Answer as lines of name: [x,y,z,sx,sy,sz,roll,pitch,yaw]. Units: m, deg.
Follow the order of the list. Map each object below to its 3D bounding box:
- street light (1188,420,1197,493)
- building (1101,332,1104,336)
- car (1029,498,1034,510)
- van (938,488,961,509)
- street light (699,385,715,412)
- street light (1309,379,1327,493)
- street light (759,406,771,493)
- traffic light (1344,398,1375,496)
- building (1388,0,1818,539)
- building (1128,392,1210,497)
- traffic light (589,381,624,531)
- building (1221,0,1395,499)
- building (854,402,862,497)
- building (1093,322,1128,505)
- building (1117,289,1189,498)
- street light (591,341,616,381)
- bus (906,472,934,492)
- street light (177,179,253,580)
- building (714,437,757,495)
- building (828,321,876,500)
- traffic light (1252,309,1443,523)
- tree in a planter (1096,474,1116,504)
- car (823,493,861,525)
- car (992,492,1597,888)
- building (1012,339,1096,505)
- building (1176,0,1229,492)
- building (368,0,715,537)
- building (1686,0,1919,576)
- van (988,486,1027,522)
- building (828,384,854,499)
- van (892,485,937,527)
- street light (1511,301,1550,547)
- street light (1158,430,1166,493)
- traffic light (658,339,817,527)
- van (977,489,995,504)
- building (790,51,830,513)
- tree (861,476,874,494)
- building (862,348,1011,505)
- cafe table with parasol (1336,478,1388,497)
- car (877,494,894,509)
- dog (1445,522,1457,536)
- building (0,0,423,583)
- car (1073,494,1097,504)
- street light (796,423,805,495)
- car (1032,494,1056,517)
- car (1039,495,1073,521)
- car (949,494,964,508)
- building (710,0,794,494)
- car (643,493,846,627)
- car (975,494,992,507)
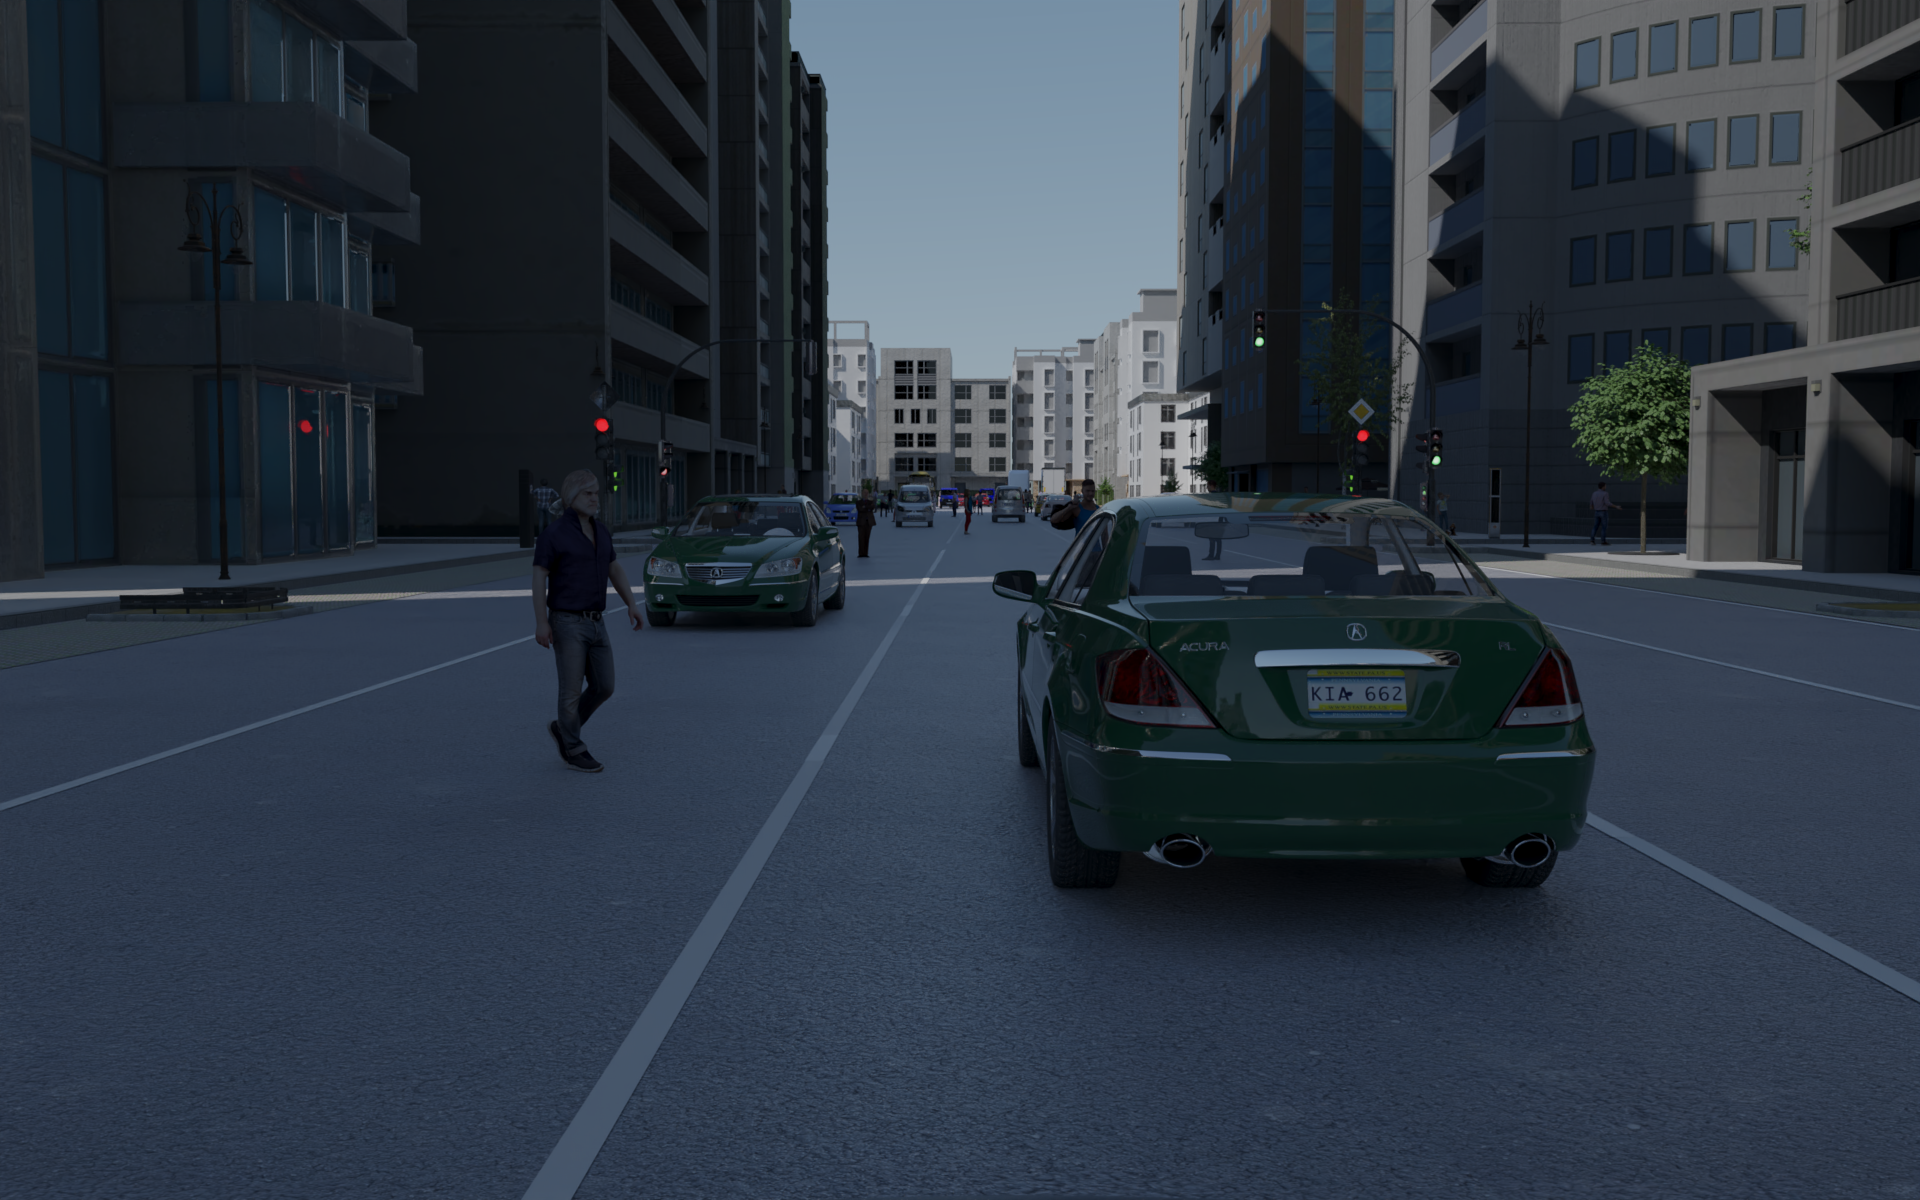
street light: [14.305,-8.179,106.509,0.468,5.910,1.993,0,4,1]
building: [34.399,-23.178,222.931,32.646,21.610,27.936,0,4,1]
car: [5.912,-9.348,161.634,1.959,1.807,4.718,0,4,1]
van: [-1.090,-10.320,173.111,2.240,2.365,5.245,0,4,-1]
street light: [-10.491,-6.062,71.894,0.468,5.910,1.993,0,4,1]
street light: [14.018,-5.810,67.774,0.468,5.910,1.993,0,4,1]
street light: [-10.277,-7.247,91.284,0.468,5.910,1.993,0,4,1]
traffic light: [11.714,-3.784,50.788,0.839,4.253,0.868,0,4,1]
building: [30.819,-31.540,57.676,28.212,58.520,21.231,0,4,1]
building: [19.720,-12.386,144.650,9.099,9.664,28.070,0,4,1]
traffic light: [-8.792,-3.308,43.006,0.839,4.253,0.868,0,4,1]
building: [20.560,-26.462,82.767,14.600,45.320,14.200,0,4,1]
building: [-14.057,-13.861,168.773,9.099,9.664,28.070,0,4,1]
building: [23.808,-19.575,186.504,16.747,18.905,31.486,0,4,1]
building: [23.217,-18.878,165.079,16.016,20.091,11.380,0,4,1]
street light: [-10.689,-4.845,52.001,0.468,5.910,1.993,0,4,1]
bus: [-4.330,-12.370,193.789,2.896,3.916,12.252,0,4,1]
street light: [-11.051,-3.245,25.847,0.468,5.910,1.993,0,4,1]
building: [-20.539,-39.329,81.273,20.563,71.187,20.611,0,4,1]
building: [-15.344,-20.711,195.051,11.380,20.091,16.016,0,4,1]
traffic light: [9.536,-4.160,42.684,4.771,5.953,1.251,0,4,1]
tree in a planter: [12.850,-9.521,152.893,1.991,3.239,1.994,0,4,1]
car: [-5.282,-4.295,79.808,1.945,1.707,3.694,0,4,2]
car: [1.224,0.249,7.728,2.131,1.459,4.920,0,4,0]
building: [12.322,-22.063,217.147,11.380,20.091,16.016,0,4,1]
building: [28.908,-31.927,111.246,28.713,52.752,27.495,0,4,1]
building: [-21.018,-26.722,60.600,21.300,48.544,21.600,0,4,1]
building: [24.154,-35.641,20.975,20.563,71.187,20.611,0,4,1]
van: [2.474,-4.996,88.703,2.013,2.044,4.112,0,4,0]
building: [-14.429,-12.147,140.758,9.099,9.664,28.070,0,4,1]
van: [-2.002,-4.248,76.462,2.013,2.044,4.112,0,4,-1]
street light: [13.626,-4.203,41.508,0.468,5.910,1.993,0,4,1]
street light: [14.638,-9.335,125.421,0.468,5.910,1.993,0,4,1]
traffic light: [-6.614,-4.669,51.003,4.771,5.953,1.251,0,4,1]
van: [3.074,-11.815,197.551,2.240,2.365,5.245,0,4,0]
building: [-16.239,-20.927,113.858,14.160,30.474,14.107,0,4,1]
tree: [-9.853,-11.673,185.449,1.663,3.219,1.824,0,3,0]
building: [-9.503,-21.498,217.946,31.486,18.905,16.747,0,4,1]
cafe table with parasol: [16.903,-4.097,71.853,2.610,1.966,2.610,0,4,8]
car: [-7.379,-9.822,169.378,1.959,1.807,4.718,0,3,0]
dog: [15.004,-2.174,53.273,0.748,0.427,0.550,0,4,-3]
building: [-26.581,-25.099,29.972,30.456,49.044,23.786,0,4,1]
car: [9.270,-7.235,130.096,2.131,1.459,4.920,0,4,2]
street light: [-10.160,-8.451,110.963,0.468,5.910,1.993,0,4,1]
car: [5.623,-6.162,110.979,2.015,1.641,3.980,0,4,2]
car: [5.373,-5.011,94.284,2.083,1.381,4.827,0,4,1]
car: [-0.187,-10.499,180.705,2.155,1.783,4.494,0,4,2]
building: [-17.381,-25.436,99.471,14.154,41.232,14.086,0,4,1]
car: [-2.410,-0.515,20.227,2.131,1.459,4.920,0,4,2]
car: [2.378,-11.037,189.494,2.155,1.783,4.494,0,4,2]
